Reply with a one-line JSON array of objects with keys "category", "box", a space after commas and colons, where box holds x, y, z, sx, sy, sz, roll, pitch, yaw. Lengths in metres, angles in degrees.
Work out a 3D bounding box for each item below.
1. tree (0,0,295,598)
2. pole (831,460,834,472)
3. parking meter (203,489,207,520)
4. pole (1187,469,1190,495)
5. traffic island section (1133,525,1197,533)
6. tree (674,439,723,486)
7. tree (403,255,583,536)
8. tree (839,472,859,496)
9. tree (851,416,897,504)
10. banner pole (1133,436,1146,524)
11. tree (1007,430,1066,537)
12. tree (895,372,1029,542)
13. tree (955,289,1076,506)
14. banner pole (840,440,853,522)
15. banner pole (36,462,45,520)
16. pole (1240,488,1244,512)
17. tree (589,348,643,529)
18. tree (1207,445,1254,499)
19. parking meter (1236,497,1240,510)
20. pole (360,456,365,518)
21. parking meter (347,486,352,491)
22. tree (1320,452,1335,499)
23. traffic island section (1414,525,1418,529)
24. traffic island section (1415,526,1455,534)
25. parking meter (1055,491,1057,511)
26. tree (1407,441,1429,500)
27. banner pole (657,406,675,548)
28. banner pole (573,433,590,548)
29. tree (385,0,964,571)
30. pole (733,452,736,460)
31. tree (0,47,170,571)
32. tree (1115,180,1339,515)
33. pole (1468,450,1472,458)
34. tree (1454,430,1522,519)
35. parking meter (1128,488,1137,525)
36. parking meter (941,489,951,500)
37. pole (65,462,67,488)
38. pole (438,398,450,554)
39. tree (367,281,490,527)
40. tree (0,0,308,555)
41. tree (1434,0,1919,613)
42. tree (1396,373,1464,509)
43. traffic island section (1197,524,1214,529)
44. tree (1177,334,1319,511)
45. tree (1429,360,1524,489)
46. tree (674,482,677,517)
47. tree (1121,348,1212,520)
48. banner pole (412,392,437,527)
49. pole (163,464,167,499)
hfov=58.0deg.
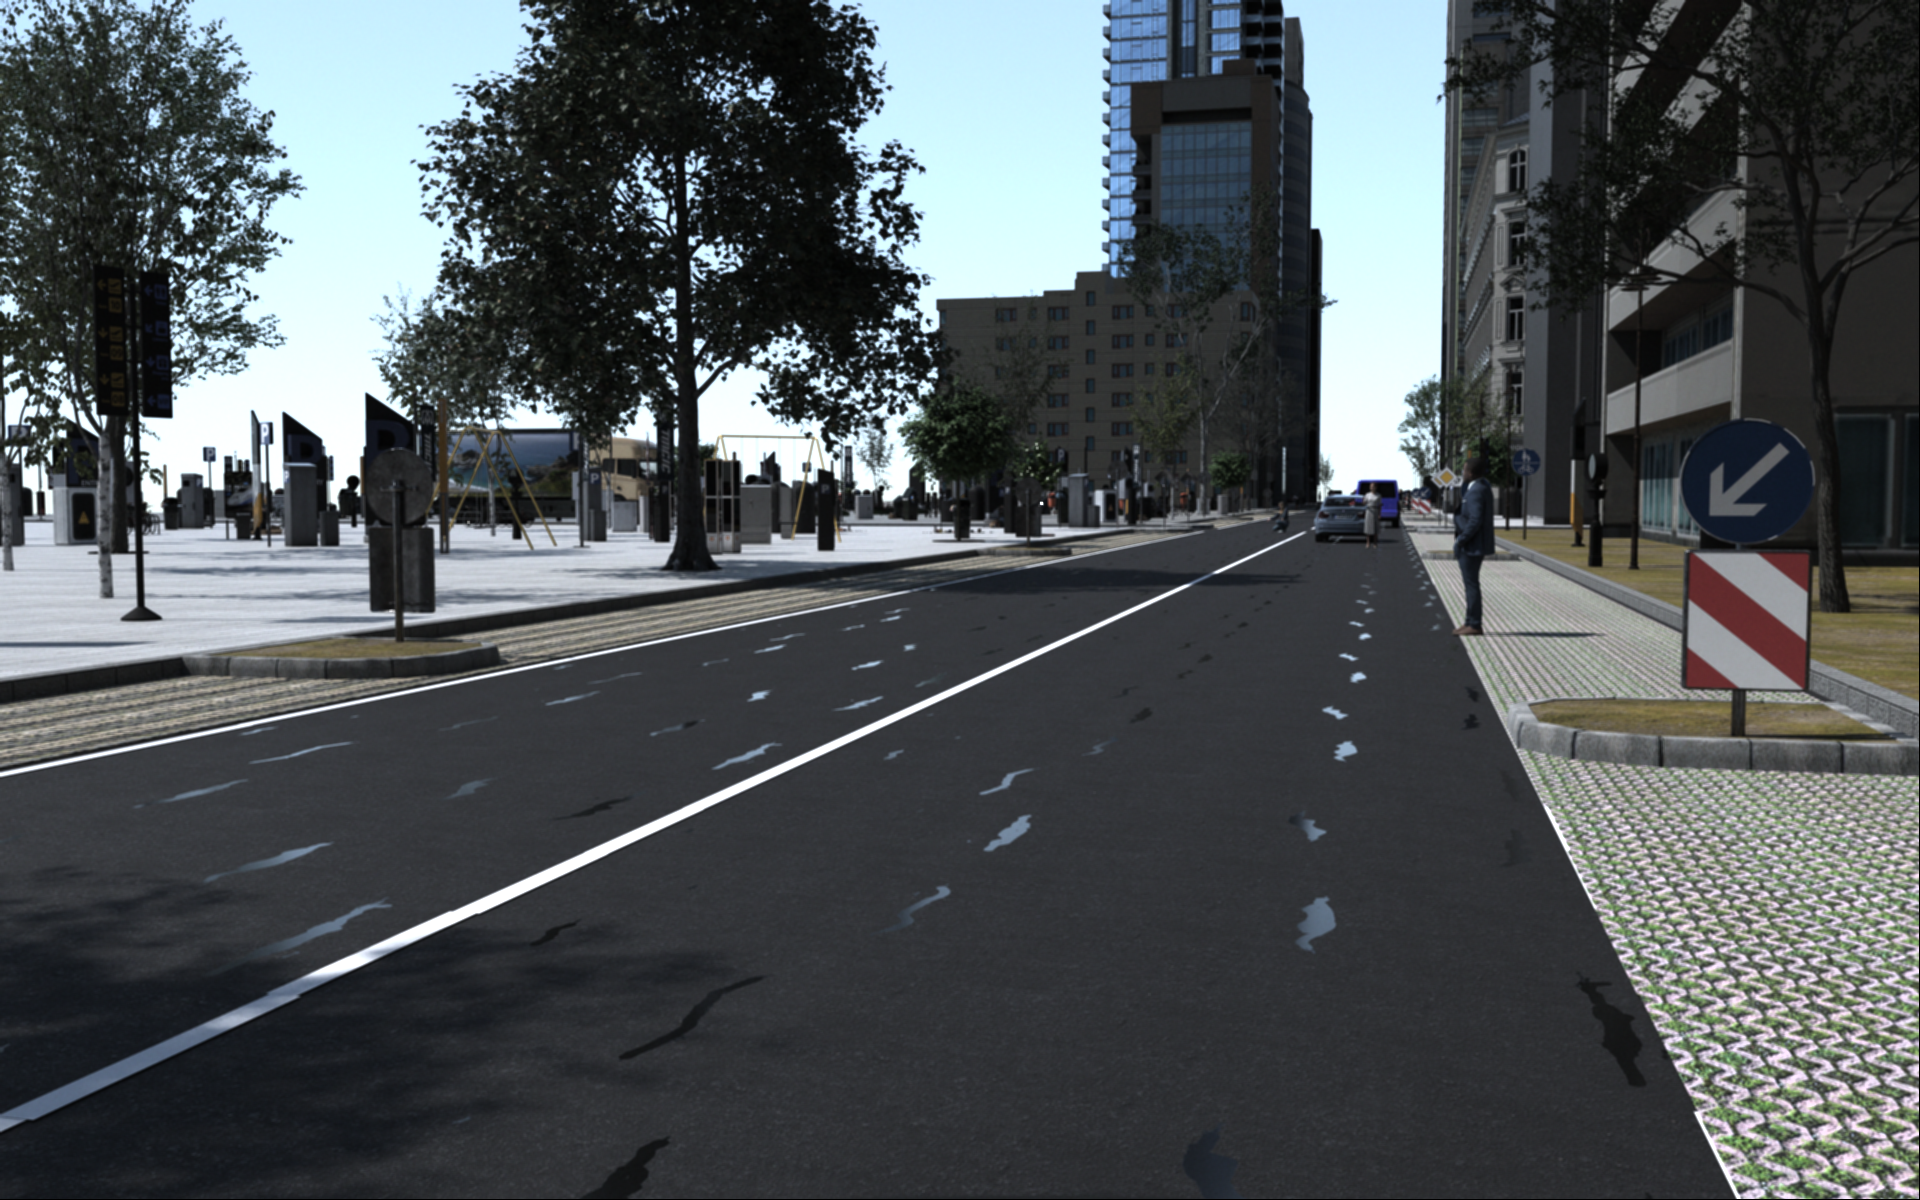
[{"category": "tree", "box": [-10.550, -4.344, 21.389, 4.360, 8.622, 3.978, 0, 3, 0]}, {"category": "pole", "box": [-7.643, -6.713, 103.597, 0.158, 3.312, 0.155, 0, 3, 0]}, {"category": "parking meter", "box": [-37.223, -4.688, 85.053, 0.372, 1.533, 0.369, 0, 3, 0]}, {"category": "pole", "box": [18.509, -8.966, 140.430, 0.158, 3.312, 0.155, 0, 3, 0]}, {"category": "traffic island section", "box": [7.675, -2.624, 65.183, 2.009, 0.180, 2.903, 1, 4, 14]}, {"category": "tree", "box": [-14.457, -6.754, 94.149, 4.285, 4.588, 4.351, 0, 3, 0]}, {"category": "tree", "box": [-14.420, -6.250, 52.542, 4.360, 8.622, 3.978, 0, 3, 0]}, {"category": "tree", "box": [-8.490, -8.234, 129.227, 1.663, 3.219, 1.824, 0, 3, 0]}, {"category": "tree", "box": [-7.183, -12.063, 147.594, 4.360, 8.622, 3.978, 0, 3, 0]}, {"category": "banner pole", "box": [7.668, -5.166, 74.476, 0.401, 3.779, 0.863, -2, 4, -31]}, {"category": "tree", "box": [2.486, -3.548, 52.606, 1.663, 3.219, 1.824, 0, 3, 0]}, {"category": "tree", "box": [-0.055, -3.848, 46.637, 4.285, 4.588, 4.351, 0, 3, 0]}, {"category": "tree", "box": [1.909, -6.804, 61.610, 4.360, 8.622, 3.978, 0, 3, 0]}, {"category": "banner pole", "box": [-5.196, -5.427, 78.752, 0.863, 3.779, 0.401, 3, 4, 36]}, {"category": "banner pole", "box": [-45.837, -5.892, 86.346, 0.401, 3.779, 0.863, -1, 4, -18]}, {"category": "pole", "box": [19.821, -7.820, 121.696, 0.158, 3.312, 0.155, 0, 3, 0]}, {"category": "tree", "box": [-13.249, -6.951, 64.006, 4.360, 8.622, 3.978, 0, 3, 0]}, {"category": "tree", "box": [18.165, -8.132, 116.669, 4.285, 4.588, 4.351, 0, 3, 0]}, {"category": "parking meter", "box": [22.278, -7.988, 139.008, 0.372, 1.533, 0.369, 0, 3, 0]}, {"category": "pole", "box": [-32.064, -6.061, 92.946, 0.158, 3.312, 0.155, 0, 3, 0]}, {"category": "parking meter", "box": [-43.080, -7.131, 122.309, 0.255, 1.863, 0.399, -2, 4, -33]}, {"category": "tree", "box": [62.997, -21.347, 299.389, 4.737, 8.622, 4.395, 0, 3, 0]}, {"category": "traffic island section", "box": [19.536, -2.948, 70.475, 2.009, 0.180, 2.903, 1, 4, 14]}, {"category": "traffic island section", "box": [17.615, -2.474, 62.724, 2.009, 0.180, 2.903, 1, 4, 14]}, {"category": "parking meter", "box": [7.593, -7.759, 135.278, 0.372, 1.533, 0.369, 0, 3, 0]}, {"category": "tree", "box": [60.482, -16.848, 225.823, 4.737, 8.622, 4.395, 0, 3, 0]}, {"category": "banner pole", "box": [-6.763, -3.099, 40.682, 0.863, 3.779, 0.401, -3, 4, -36]}, {"category": "banner pole", "box": [-8.960, -3.135, 41.274, 0.401, 3.779, 0.863, -2, 4, -31]}, {"category": "tree", "box": [-4.674, -6.846, 28.938, 9.611, 12.733, 9.660, 0, 3, 0]}, {"category": "pole", "box": [-10.831, -5.468, 83.248, 0.158, 3.312, 0.155, 0, 3, 0]}, {"category": "tree", "box": [-15.724, -4.793, 28.726, 4.737, 8.622, 4.395, 0, 3, 0]}, {"category": "tree", "box": [16.030, -15.223, 104.785, 12.611, 20.169, 13.585, 0, 3, 0]}, {"category": "pole", "box": [23.719, -5.310, 80.661, 0.158, 3.312, 0.155, 0, 3, 0]}, {"category": "tree", "box": [26.961, -6.407, 88.475, 4.285, 4.588, 4.351, 0, 3, 0]}, {"category": "parking meter", "box": [7.224, -3.931, 72.682, 0.372, 1.533, 0.369, 0, 3, 0]}, {"category": "parking meter", "box": [-0.617, -4.847, 87.658, 0.372, 1.533, 0.369, 0, 3, 0]}, {"category": "pole", "box": [-56.893, -7.119, 110.234, 0.158, 3.312, 0.155, 0, 3, 0]}, {"category": "pole", "box": [-11.047, -2.643, 37.049, 0.158, 3.312, 0.155, 0, 3, 0]}, {"category": "tree", "box": [-18.514, -6.731, 60.412, 4.737, 8.622, 4.395, 0, 3, 0]}, {"category": "tree", "box": [-17.969, -6.794, 36.830, 9.928, 11.665, 9.643, 0, 3, 0]}, {"category": "tree", "box": [9.320, -5.160, 18.776, 8.767, 10.594, 7.601, -2, 4, -35]}, {"category": "tree", "box": [40.918, -13.545, 147.221, 9.928, 11.665, 9.643, 0, 3, 0]}, {"category": "traffic island section", "box": [9.596, -3.098, 72.934, 2.009, 0.180, 2.903, 1, 4, 14]}, {"category": "tree", "box": [21.995, -13.533, 131.631, 12.009, 13.543, 11.850, 0, 3, 0]}, {"category": "tree", "box": [28.478, -8.816, 94.503, 4.737, 8.622, 4.395, 0, 3, 0]}, {"category": "tree", "box": [-16.131, -6.376, 98.846, 1.663, 3.219, 1.824, 0, 3, 0]}, {"category": "tree", "box": [10.413, -8.332, 86.595, 4.737, 8.622, 4.395, 0, 3, 0]}, {"category": "banner pole", "box": [-13.200, -3.217, 42.616, 0.401, 3.779, 0.863, 2, 4, 31]}, {"category": "pole", "box": [-54.627, -7.659, 119.061, 0.158, 3.312, 0.155, 0, 3, 0]}]
